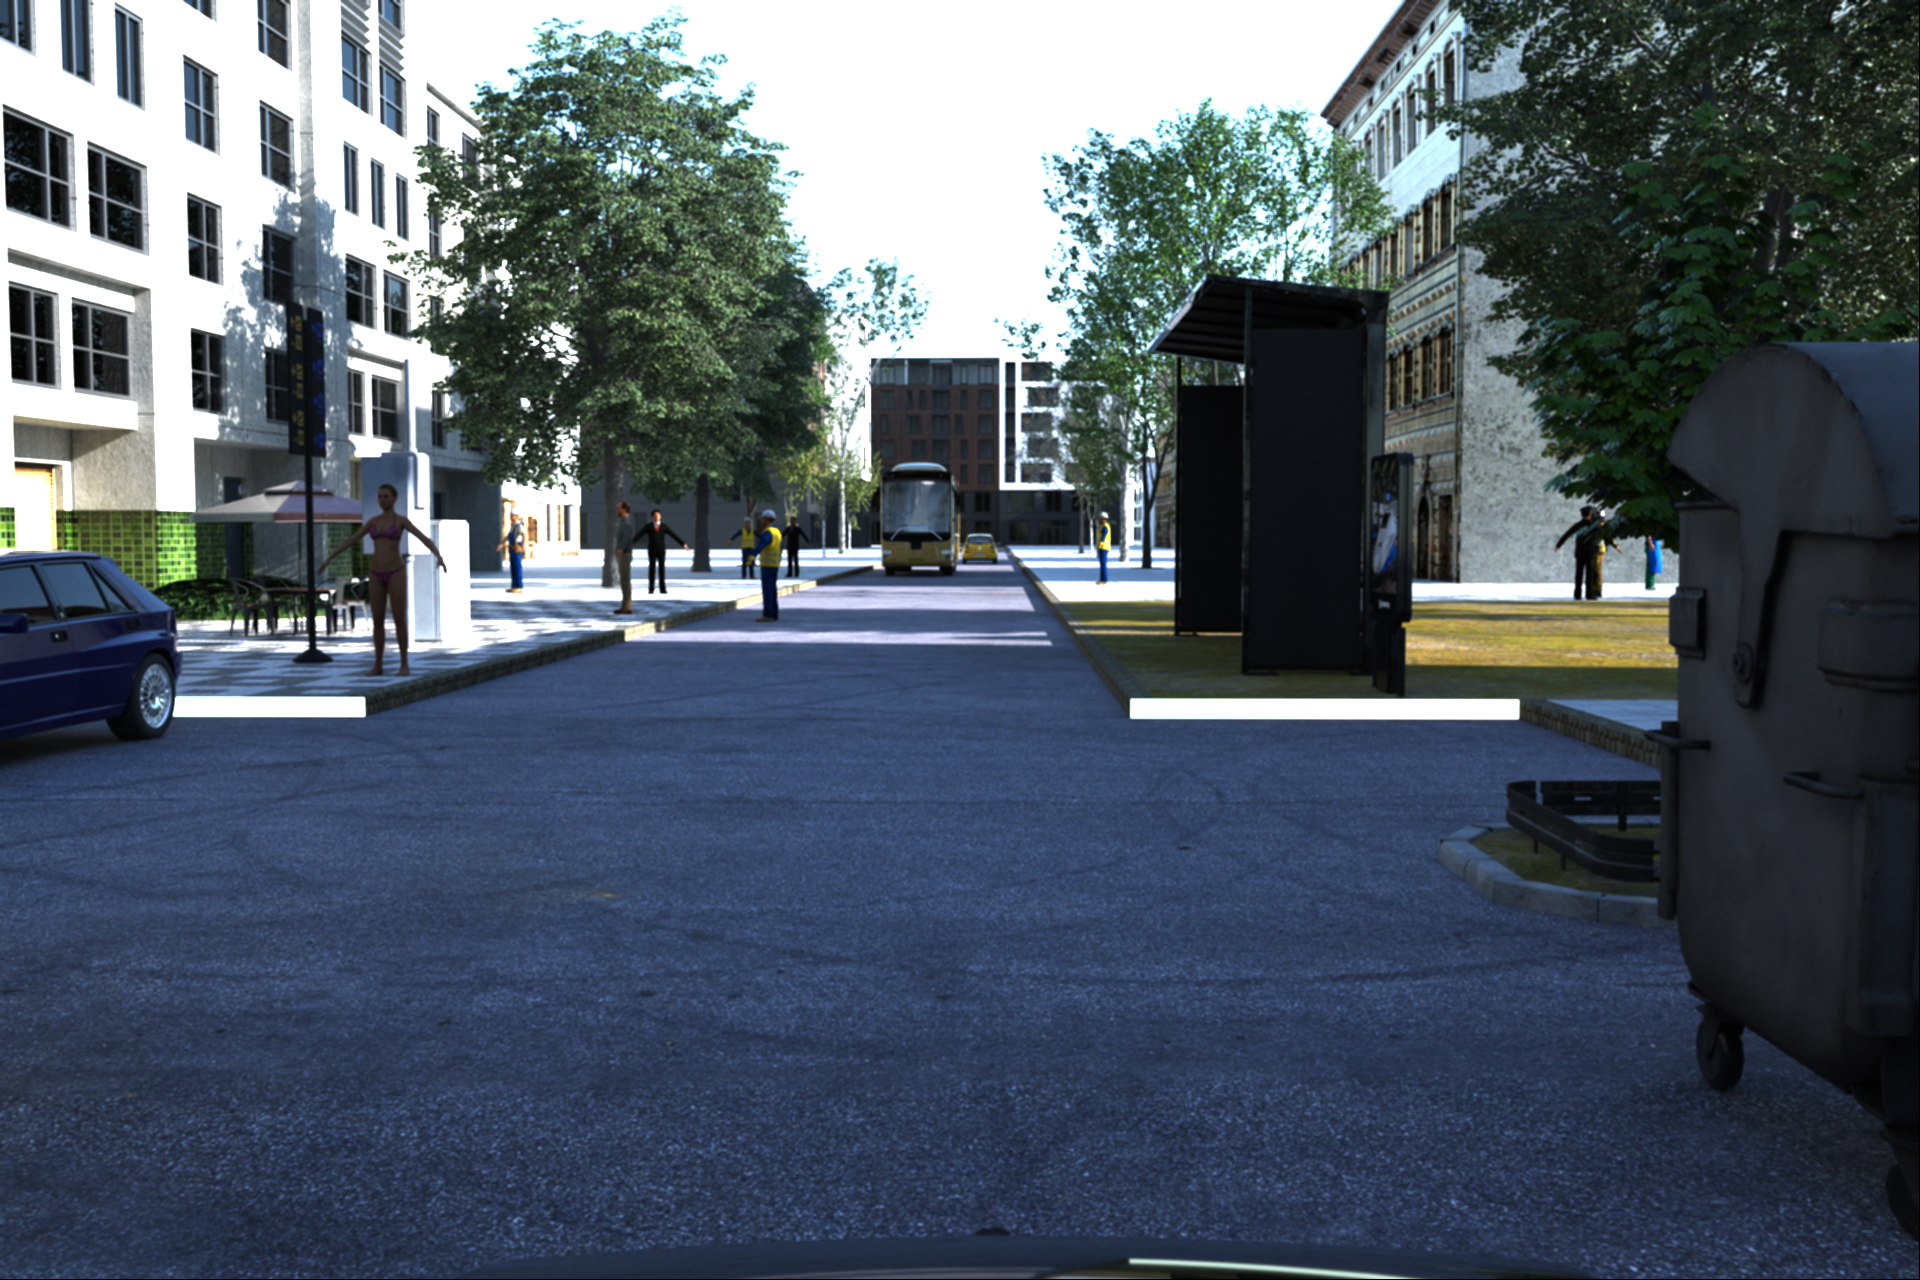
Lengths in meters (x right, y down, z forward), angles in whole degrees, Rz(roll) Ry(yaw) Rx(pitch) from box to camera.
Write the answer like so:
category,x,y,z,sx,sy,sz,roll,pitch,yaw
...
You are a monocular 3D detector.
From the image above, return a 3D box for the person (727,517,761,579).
category,x,y,z,sx,sy,sz,roll,pitch,yaw
person,-6.057,-2.636,49.562,1.216,1.772,0.721,-1,4,-18

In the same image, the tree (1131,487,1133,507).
category,x,y,z,sx,sy,sz,roll,pitch,yaw
tree,22.502,-15.692,206.921,4.737,8.622,4.395,0,3,0

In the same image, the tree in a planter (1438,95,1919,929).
category,x,y,z,sx,sy,sz,roll,pitch,yaw
tree in a planter,3.083,-0.604,7.097,1.991,3.239,1.994,0,4,2

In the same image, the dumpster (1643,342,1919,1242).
category,x,y,z,sx,sy,sz,roll,pitch,yaw
dumpster,2.666,0.262,3.930,1.865,1.857,1.264,0,4,1

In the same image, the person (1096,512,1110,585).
category,x,y,z,sx,sy,sz,roll,pitch,yaw
person,3.602,-2.325,43.986,0.705,1.833,1.349,0,4,4

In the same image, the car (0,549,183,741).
category,x,y,z,sx,sy,sz,roll,pitch,yaw
car,-6.512,0.106,10.846,1.945,1.354,3.894,0,4,2

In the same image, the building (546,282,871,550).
category,x,y,z,sx,sy,sz,roll,pitch,yaw
building,-22.836,-19.100,156.262,27.936,21.610,32.646,0,4,0

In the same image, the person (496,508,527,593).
category,x,y,z,sx,sy,sz,roll,pitch,yaw
person,-9.787,-1.968,38.037,0.705,1.847,1.347,-3,5,-39

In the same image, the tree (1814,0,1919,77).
category,x,y,z,sx,sy,sz,roll,pitch,yaw
tree,9.668,-4.681,10.943,7.601,10.594,8.767,-2,4,-34

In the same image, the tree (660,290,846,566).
category,x,y,z,sx,sy,sz,roll,pitch,yaw
tree,-8.351,-8.781,69.325,9.928,11.665,9.643,0,3,0

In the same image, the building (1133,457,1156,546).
category,x,y,z,sx,sy,sz,roll,pitch,yaw
building,24.142,-15.000,187.395,9.099,9.664,28.070,0,4,2

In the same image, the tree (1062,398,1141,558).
category,x,y,z,sx,sy,sz,roll,pitch,yaw
tree,7.554,-8.659,91.939,4.737,8.622,4.395,0,3,0

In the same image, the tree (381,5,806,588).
category,x,y,z,sx,sy,sz,roll,pitch,yaw
tree,-8.452,-8.247,41.492,9.857,13.997,8.962,0,3,0

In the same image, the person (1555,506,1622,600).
category,x,y,z,sx,sy,sz,roll,pitch,yaw
person,12.200,-1.702,33.760,1.347,1.837,0.705,3,5,44

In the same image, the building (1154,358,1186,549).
category,x,y,z,sx,sy,sz,roll,pitch,yaw
building,28.192,-20.165,160.626,19.493,23.208,18.063,0,4,2

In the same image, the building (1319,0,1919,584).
category,x,y,z,sx,sy,sz,roll,pitch,yaw
building,22.375,-13.585,53.052,19.493,23.208,18.063,0,4,2

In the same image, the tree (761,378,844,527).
category,x,y,z,sx,sy,sz,roll,pitch,yaw
tree,-7.499,-7.847,78.654,4.737,8.622,4.395,0,3,0

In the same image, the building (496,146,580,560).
category,x,y,z,sx,sy,sz,roll,pitch,yaw
building,-26.892,-14.037,85.930,16.016,20.090,11.380,0,4,1

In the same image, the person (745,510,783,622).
category,x,y,z,sx,sy,sz,roll,pitch,yaw
person,-3.166,-1.226,28.469,0.705,1.833,1.349,1,4,16

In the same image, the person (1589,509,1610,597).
category,x,y,z,sx,sy,sz,roll,pitch,yaw
person,12.939,-1.806,35.296,0.705,1.858,1.354,1,4,11

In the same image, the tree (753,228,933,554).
category,x,y,z,sx,sy,sz,roll,pitch,yaw
tree,-8.799,-15.479,108.965,12.611,20.169,13.585,0,3,0

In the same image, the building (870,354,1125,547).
category,x,y,z,sx,sy,sz,roll,pitch,yaw
building,2.870,-22.184,209.138,32.646,21.610,27.936,0,4,2

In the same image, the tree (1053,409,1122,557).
category,x,y,z,sx,sy,sz,roll,pitch,yaw
tree,7.511,-9.010,97.678,4.360,8.622,3.978,0,3,0

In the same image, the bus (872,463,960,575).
category,x,y,z,sx,sy,sz,roll,pitch,yaw
bus,-1.369,-4.399,63.473,2.896,3.916,12.252,0,4,1

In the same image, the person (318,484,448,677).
category,x,y,z,sx,sy,sz,roll,pitch,yaw
person,-5.193,-0.540,15.629,1.217,1.733,0.721,0,4,7

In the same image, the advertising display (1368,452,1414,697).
category,x,y,z,sx,sy,sz,roll,pitch,yaw
advertising display,3.485,-0.540,14.035,0.123,1.923,0.974,0,4,0

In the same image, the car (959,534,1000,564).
category,x,y,z,sx,sy,sz,roll,pitch,yaw
car,0.961,-4.535,84.379,2.015,1.641,3.980,0,4,0

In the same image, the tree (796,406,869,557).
category,x,y,z,sx,sy,sz,roll,pitch,yaw
tree,-7.840,-8.965,96.944,4.360,8.622,3.978,0,3,0

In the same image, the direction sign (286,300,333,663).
category,x,y,z,sx,sy,sz,roll,pitch,yaw
direction sign,-6.508,-1.548,17.311,0.379,3.537,0.876,0,4,1

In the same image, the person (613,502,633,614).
category,x,y,z,sx,sy,sz,roll,pitch,yaw
person,-5.422,-1.320,27.846,0.705,1.796,1.348,-1,4,-12

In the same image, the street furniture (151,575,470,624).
category,x,y,z,sx,sy,sz,roll,pitch,yaw
street furniture,-11.349,-0.870,29.846,5.734,0.657,10.072,-1,4,-18

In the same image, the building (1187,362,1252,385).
category,x,y,z,sx,sy,sz,roll,pitch,yaw
building,24.253,-17.723,146.184,16.016,20.090,11.380,0,4,1

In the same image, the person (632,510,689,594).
category,x,y,z,sx,sy,sz,roll,pitch,yaw
person,-6.493,-1.892,37.117,1.347,1.806,0.705,-1,4,-20

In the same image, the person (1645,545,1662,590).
category,x,y,z,sx,sy,sz,roll,pitch,yaw
person,15.958,-2.063,39.863,0.704,1.817,1.347,2,4,30

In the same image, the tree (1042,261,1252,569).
category,x,y,z,sx,sy,sz,roll,pitch,yaw
tree,7.100,-8.460,64.078,9.928,11.665,9.643,0,3,0

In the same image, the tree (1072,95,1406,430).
category,x,y,z,sx,sy,sz,roll,pitch,yaw
tree,6.442,-7.004,40.266,9.928,11.665,9.643,0,3,0

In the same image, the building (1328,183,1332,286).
category,x,y,z,sx,sy,sz,roll,pitch,yaw
building,24.366,-14.269,89.725,16.016,20.090,11.380,0,4,1

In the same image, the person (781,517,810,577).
category,x,y,z,sx,sy,sz,roll,pitch,yaw
person,-4.982,-2.766,51.453,1.346,1.802,0.704,2,4,28

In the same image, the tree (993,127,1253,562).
category,x,y,z,sx,sy,sz,roll,pitch,yaw
tree,7.890,-13.676,79.494,12.611,20.169,13.585,0,3,0

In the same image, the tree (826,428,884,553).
category,x,y,z,sx,sy,sz,roll,pitch,yaw
tree,-7.421,-10.360,119.746,4.737,8.622,4.395,0,3,0

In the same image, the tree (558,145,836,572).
category,x,y,z,sx,sy,sz,roll,pitch,yaw
tree,-8.758,-9.275,58.302,9.857,13.997,8.962,0,3,0

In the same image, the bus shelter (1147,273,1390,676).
category,x,y,z,sx,sy,sz,roll,pitch,yaw
bus shelter,3.144,-1.679,18.742,1.731,3.624,6.357,0,4,1

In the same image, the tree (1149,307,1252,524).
category,x,y,z,sx,sy,sz,roll,pitch,yaw
tree,7.472,-6.284,53.108,4.737,8.622,4.395,0,3,0

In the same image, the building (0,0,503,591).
category,x,y,z,sx,sy,sz,roll,pitch,yaw
building,-24.558,-10.858,43.986,16.747,18.905,31.486,0,4,1

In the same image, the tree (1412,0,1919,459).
category,x,y,z,sx,sy,sz,roll,pitch,yaw
tree,12.210,-7.328,26.464,9.857,13.997,8.962,0,3,0

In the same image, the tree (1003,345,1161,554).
category,x,y,z,sx,sy,sz,roll,pitch,yaw
tree,7.938,-12.298,111.441,12.009,13.543,11.850,0,3,0

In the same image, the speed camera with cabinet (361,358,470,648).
category,x,y,z,sx,sy,sz,roll,pitch,yaw
speed camera with cabinet,-6.373,-1.589,20.316,0.660,3.252,2.038,0,4,2
